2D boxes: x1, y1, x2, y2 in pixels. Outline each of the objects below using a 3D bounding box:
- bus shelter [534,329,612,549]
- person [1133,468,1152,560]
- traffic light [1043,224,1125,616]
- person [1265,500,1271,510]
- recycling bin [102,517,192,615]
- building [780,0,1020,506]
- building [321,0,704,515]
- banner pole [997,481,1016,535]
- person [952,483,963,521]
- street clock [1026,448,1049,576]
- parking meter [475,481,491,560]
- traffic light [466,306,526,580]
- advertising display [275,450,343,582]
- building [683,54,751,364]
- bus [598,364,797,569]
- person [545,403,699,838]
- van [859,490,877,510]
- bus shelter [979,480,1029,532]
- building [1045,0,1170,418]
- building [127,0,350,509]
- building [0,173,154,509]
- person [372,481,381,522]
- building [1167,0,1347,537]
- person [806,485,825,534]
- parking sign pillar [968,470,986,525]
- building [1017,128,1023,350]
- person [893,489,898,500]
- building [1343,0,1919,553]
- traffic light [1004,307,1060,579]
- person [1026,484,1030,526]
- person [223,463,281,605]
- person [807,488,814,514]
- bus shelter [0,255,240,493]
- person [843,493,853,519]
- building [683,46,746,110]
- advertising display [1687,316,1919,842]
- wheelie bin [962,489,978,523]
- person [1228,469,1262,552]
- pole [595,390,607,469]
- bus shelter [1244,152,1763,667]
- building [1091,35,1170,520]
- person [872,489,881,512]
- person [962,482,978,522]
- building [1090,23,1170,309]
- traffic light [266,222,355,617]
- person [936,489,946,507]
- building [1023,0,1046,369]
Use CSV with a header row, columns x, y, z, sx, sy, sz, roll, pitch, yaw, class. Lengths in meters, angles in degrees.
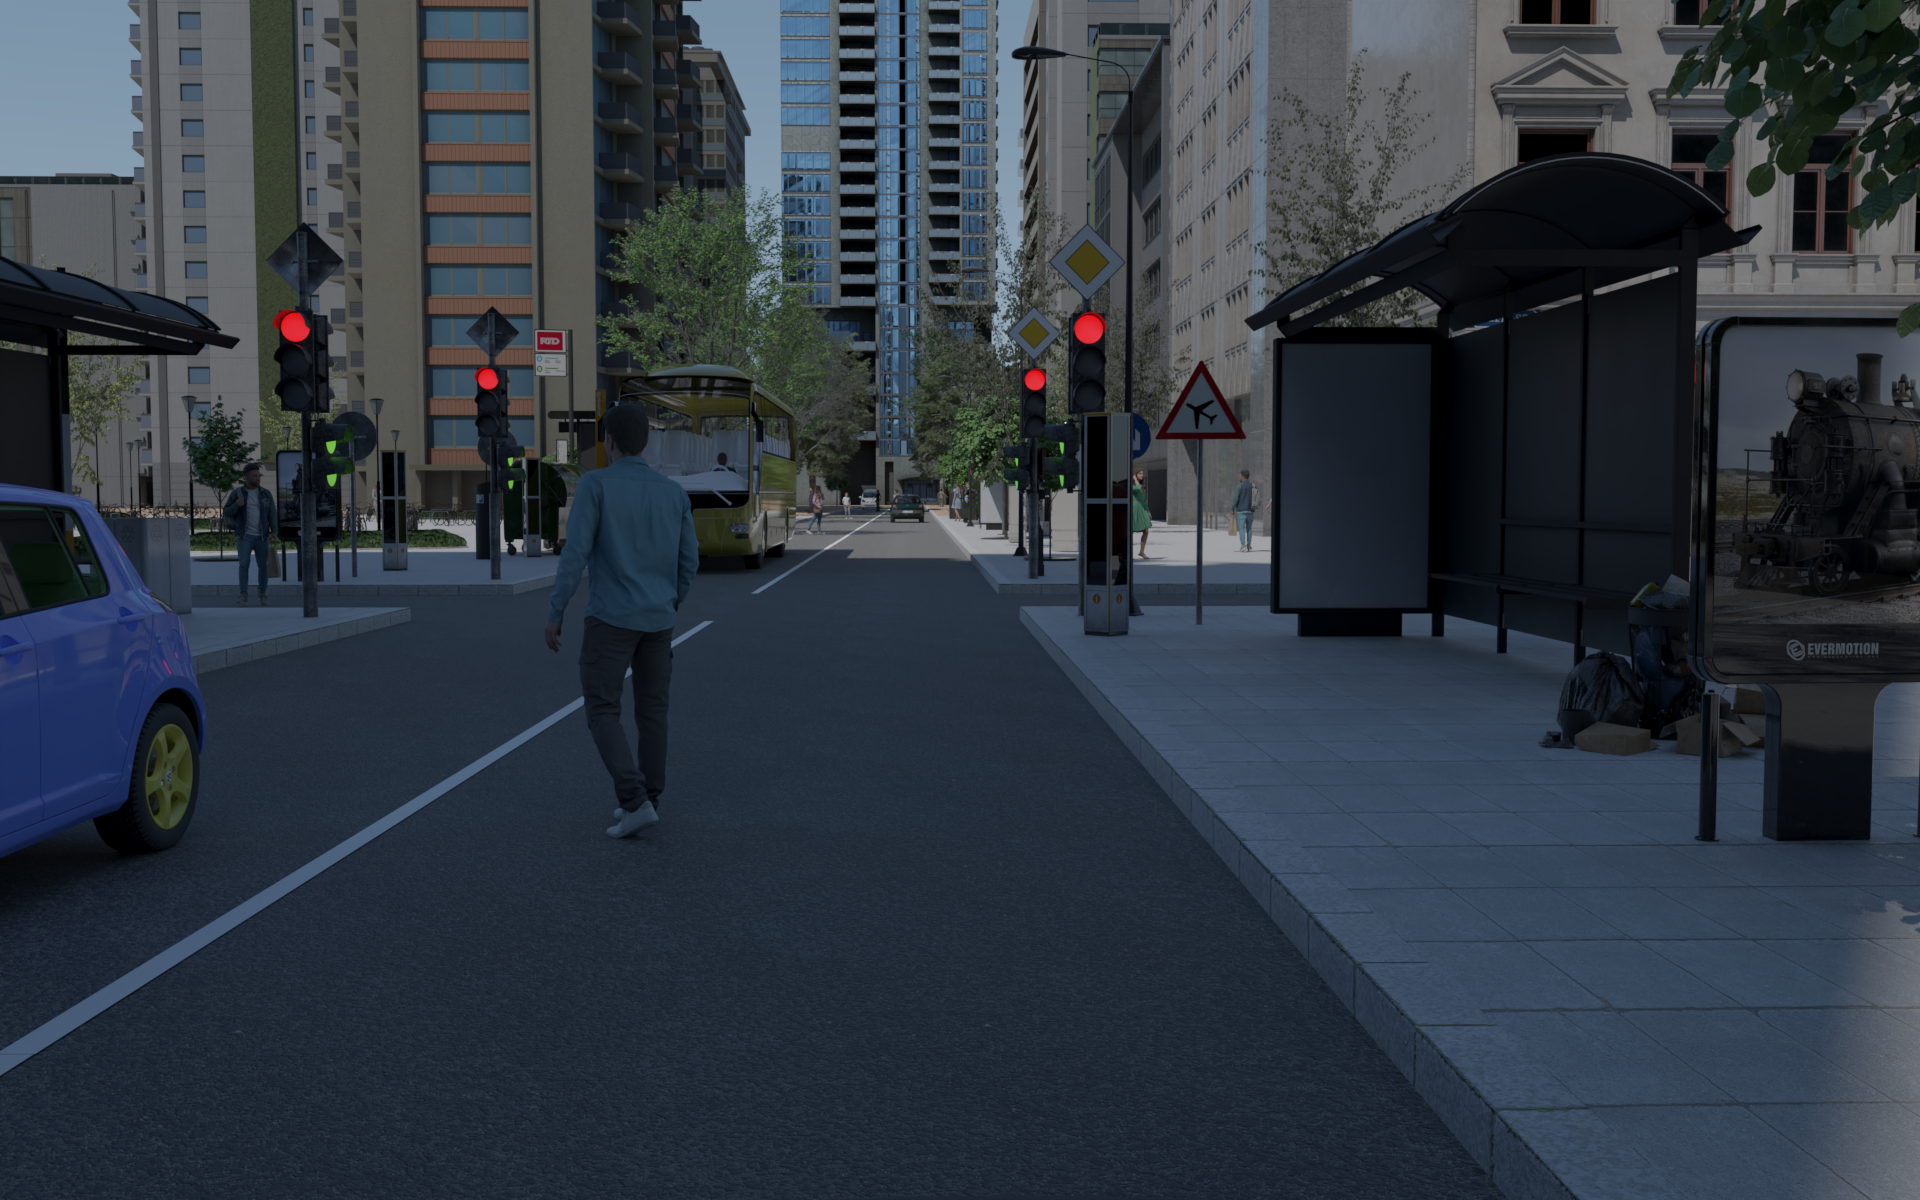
x,y,z,sx,sy,sz,roll,pitch,yaw,class
-9.338,-4.117,44.942,2.179,5.291,8.768,0,4,-2,bus shelter
3.455,-1.681,33.774,0.529,1.795,0.600,3,5,39,person
1.304,-1.789,18.173,0.839,4.253,0.868,0,4,-2,traffic light
9.059,-2.613,49.443,0.731,1.740,0.598,2,4,32,person
-8.686,-0.355,18.364,0.722,1.027,0.722,1,4,15,recycling bin
-8.742,-54.386,201.889,31.000,86.520,22.319,0,4,-2,building
-28.952,-28.127,114.505,22.147,44.769,28.867,0,4,-2,building
1.568,-3.920,54.104,0.863,3.779,0.401,2,4,24,banner pole
-0.072,-4.555,80.606,0.616,1.811,0.778,-1,4,-23,person
1.194,-1.374,27.034,0.358,2.002,0.471,2,4,30,street clock
-9.323,-1.565,34.003,0.372,1.533,0.369,0,3,0,parking meter
-6.966,-2.263,25.927,0.839,4.253,0.868,0,4,-2,traffic light
-9.521,-1.231,25.347,0.974,1.923,0.123,1,4,10,advertising display
-30.953,-28.131,151.822,23.993,40.220,32.217,0,4,-2,building
-5.081,-2.743,36.390,2.896,3.916,12.252,0,4,-2,bus
-1.399,0.070,7.372,0.660,1.820,0.620,-3,5,-44,person
-8.362,-9.415,160.951,2.013,2.044,4.112,0,4,-3,van
1.529,-3.990,59.153,2.014,3.302,5.546,0,4,-2,bus shelter
17.079,-36.118,132.526,21.231,58.520,28.212,0,4,-2,building
-57.960,-37.603,156.815,28.212,58.520,21.231,0,4,-2,building
-79.183,-23.736,159.792,14.107,30.474,14.160,0,4,-2,building
-22.192,-3.674,66.379,0.573,1.790,0.520,3,4,38,person
14.829,-14.878,61.272,12.078,24.808,19.932,0,4,-2,building
-5.147,-3.224,61.810,0.643,1.750,0.593,1,4,13,person
1.049,-5.155,72.749,1.447,3.967,1.447,0,4,4,parking sign pillar
21.975,-35.734,203.858,30.456,49.044,23.786,0,4,-2,building
-3.609,-5.527,99.696,0.563,1.720,0.643,3,4,36,person
19.915,-12.462,39.918,21.152,22.565,11.583,0,4,-2,building
1.092,-2.277,26.155,0.839,4.253,0.868,0,4,-2,traffic light
2.217,-2.991,55.222,0.850,1.792,0.678,1,4,15,person
-9.014,-0.839,22.203,0.794,1.824,0.713,-1,4,-12,person
-9.637,-6.451,112.434,0.530,1.710,0.541,-1,4,-10,person
-8.263,-1.285,14.938,2.014,3.302,5.546,0,4,-2,bus shelter
-6.443,-5.397,99.339,0.503,1.515,0.523,-3,5,-43,person
-38.193,-37.691,205.482,27.495,52.752,28.713,0,4,-2,building
3.193,-0.073,6.402,0.974,1.923,0.123,0,4,-4,advertising display
0.444,-4.213,76.792,0.693,1.594,0.980,0,4,2,wheelie bin
6.249,-1.970,38.242,0.794,1.824,0.713,0,4,3,person
-7.018,-2.450,33.908,0.158,3.312,0.155,0,3,0,pole
3.657,-1.169,13.039,2.014,3.302,5.546,0,4,-2,bus shelter
15.057,-16.341,86.239,14.314,24.678,30.058,0,4,-2,building
-6.709,-8.095,140.874,0.705,1.822,1.348,-2,4,-32,person
0.457,-4.405,78.023,0.822,1.834,0.622,-1,4,-18,person
15.061,-20.718,110.446,14.160,30.474,14.107,0,4,-2,building
-6.754,-1.775,17.944,0.839,4.253,0.868,0,4,-2,traffic light
-1.824,-10.161,172.178,1.348,1.824,0.705,2,4,30,person
17.034,-32.675,157.943,21.300,48.544,21.600,0,4,-2,building
